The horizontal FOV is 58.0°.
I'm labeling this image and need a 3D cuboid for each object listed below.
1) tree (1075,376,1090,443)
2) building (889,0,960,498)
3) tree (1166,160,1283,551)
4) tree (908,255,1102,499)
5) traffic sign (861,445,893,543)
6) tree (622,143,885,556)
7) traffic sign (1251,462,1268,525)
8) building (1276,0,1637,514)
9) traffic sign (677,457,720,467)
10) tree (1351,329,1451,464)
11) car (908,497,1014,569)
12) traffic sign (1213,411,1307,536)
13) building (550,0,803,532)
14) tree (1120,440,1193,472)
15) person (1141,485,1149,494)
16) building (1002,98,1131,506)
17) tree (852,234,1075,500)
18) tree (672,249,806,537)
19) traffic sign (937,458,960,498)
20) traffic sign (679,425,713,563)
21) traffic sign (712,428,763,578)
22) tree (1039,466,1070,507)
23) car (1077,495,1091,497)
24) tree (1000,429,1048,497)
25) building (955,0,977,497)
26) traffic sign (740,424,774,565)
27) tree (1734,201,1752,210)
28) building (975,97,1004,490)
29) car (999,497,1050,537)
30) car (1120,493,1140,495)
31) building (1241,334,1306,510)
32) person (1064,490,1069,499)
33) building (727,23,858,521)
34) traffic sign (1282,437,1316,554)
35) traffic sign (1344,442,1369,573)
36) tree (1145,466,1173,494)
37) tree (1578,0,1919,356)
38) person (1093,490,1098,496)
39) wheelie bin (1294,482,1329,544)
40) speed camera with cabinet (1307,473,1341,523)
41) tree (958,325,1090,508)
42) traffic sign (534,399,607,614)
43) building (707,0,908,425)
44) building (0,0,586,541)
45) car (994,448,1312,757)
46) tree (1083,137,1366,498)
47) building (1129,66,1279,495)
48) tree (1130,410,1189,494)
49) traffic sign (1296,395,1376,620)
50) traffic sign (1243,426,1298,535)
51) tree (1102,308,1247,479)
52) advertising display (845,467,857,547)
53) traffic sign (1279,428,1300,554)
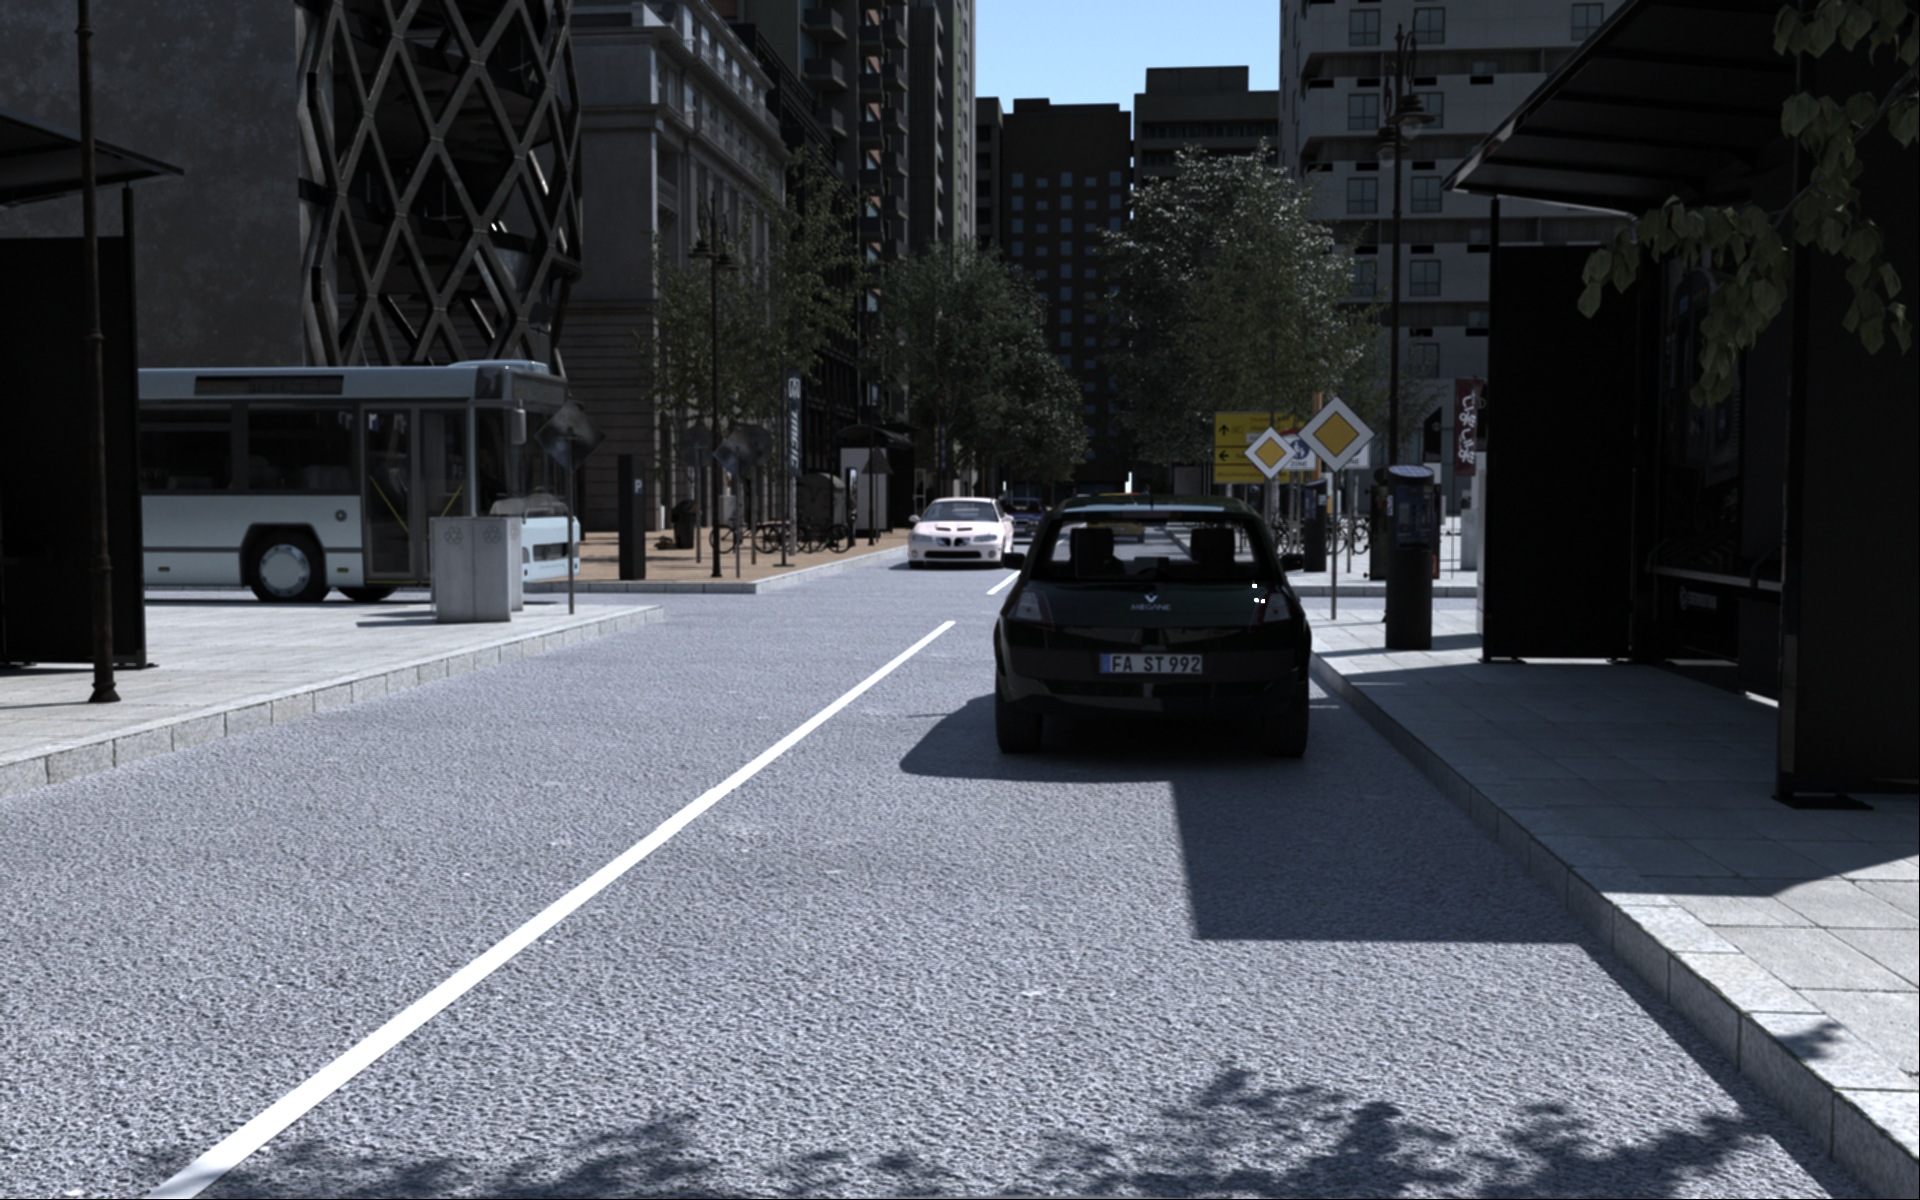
[{"bbox_3d":[5.340,-12.059,122.920,9.928,11.665,9.643,0,3,0],"label":"tree"},{"bbox_3d":[-7.672,-27.836,138.705,14.154,41.232,14.086,0,4,5],"label":"building"},{"bbox_3d":[7.350,-5.411,38.832,4.737,8.622,4.395,0,3,0],"label":"tree"},{"bbox_3d":[1.588,-10.174,83.358,9.611,12.733,9.660,0,3,0],"label":"tree"},{"bbox_3d":[-2.186,-2.791,45.638,0.884,2.594,0.081,1,4,15],"label":"traffic sign"},{"bbox_3d":[-3.719,-5.232,35.898,4.737,8.622,4.395,0,3,0],"label":"tree"},{"bbox_3d":[7.440,-2.569,42.115,0.768,2.556,0.104,1,4,14],"label":"traffic sign"},{"bbox_3d":[37.235,-32.629,122.718,28.713,52.752,27.495,0,4,5],"label":"building"},{"bbox_3d":[-5.082,-2.055,33.609,0.884,2.594,0.081,1,4,14],"label":"traffic sign"},{"bbox_3d":[19.464,-7.727,76.701,4.360,8.622,3.978,0,3,0],"label":"tree"},{"bbox_3d":[0.072,-1.377,34.879,2.083,1.381,4.827,0,4,5],"label":"car"},{"bbox_3d":[7.350,-2.978,42.561,2.265,3.308,0.079,1,4,13],"label":"traffic sign"},{"bbox_3d":[-15.086,-13.971,70.231,13.314,21.916,24.055,0,4,5],"label":"building"},{"bbox_3d":[17.386,-13.128,149.060,7.601,10.594,8.767,2,4,27],"label":"tree"},{"bbox_3d":[7.357,-3.673,68.897,0.444,1.785,0.601,-2,4,-31],"label":"person"},{"bbox_3d":[12.404,-33.575,199.062,14.200,45.320,14.600,0,4,5],"label":"building"},{"bbox_3d":[-0.805,-8.785,69.394,9.928,11.665,9.643,0,3,0],"label":"tree"},{"bbox_3d":[-6.555,-6.200,51.727,4.360,8.622,3.978,0,3,0],"label":"tree"},{"bbox_3d":[-0.412,-3.858,63.076,0.884,2.594,0.081,1,4,14],"label":"traffic sign"},{"bbox_3d":[-4.868,-1.961,32.174,0.768,2.556,0.104,1,4,11],"label":"traffic sign"},{"bbox_3d":[-3.383,-1.390,26.363,0.795,2.450,0.064,0,4,5],"label":"traffic sign"},{"bbox_3d":[9.570,-11.894,178.172,4.285,4.588,4.351,0,3,0],"label":"tree"},{"bbox_3d":[9.829,-7.706,138.355,2.083,1.381,4.827,0,4,3],"label":"car"},{"bbox_3d":[4.338,-9.957,113.156,4.360,8.622,3.978,0,3,0],"label":"tree"},{"bbox_3d":[-9.524,-44.076,158.888,20.611,71.187,20.563,0,4,5],"label":"building"},{"bbox_3d":[-3.755,-1.917,31.455,0.768,2.556,0.104,1,4,15],"label":"traffic sign"},{"bbox_3d":[22.227,-7.317,45.396,9.928,11.665,9.643,0,3,0],"label":"tree"},{"bbox_3d":[-5.201,-35.479,203.776,21.600,48.544,21.300,0,4,5],"label":"building"},{"bbox_3d":[1.750,-2.333,50.725,1.945,1.354,3.894,0,4,6],"label":"car"},{"bbox_3d":[8.243,-4.587,84.031,2.155,1.783,4.494,0,4,5],"label":"car"},{"bbox_3d":[39.118,-18.760,151.764,27.650,21.520,28.899,0,4,5],"label":"building"},{"bbox_3d":[7.290,-6.559,116.563,0.721,1.723,1.217,1,4,8],"label":"person"},{"bbox_3d":[-12.658,-15.937,90.251,12.332,23.373,15.834,0,4,5],"label":"building"},{"bbox_3d":[5.914,-1.720,30.258,0.606,2.300,0.079,1,4,12],"label":"traffic sign"},{"bbox_3d":[6.325,-1.589,28.110,0.606,2.300,0.079,0,4,6],"label":"traffic sign"},{"bbox_3d":[13.583,-7.446,116.337,1.663,3.219,1.824,0,3,0],"label":"tree"},{"bbox_3d":[3.154,-3.284,4.049,4.737,8.622,4.395,0,3,0],"label":"tree"},{"bbox_3d":[12.182,-8.906,154.638,1.217,1.766,0.721,2,4,24],"label":"person"},{"bbox_3d":[9.086,-2.258,44.826,0.980,1.594,0.693,2,4,35],"label":"wheelie bin"},{"bbox_3d":[15.971,-4.995,76.009,0.660,3.252,2.038,3,5,42],"label":"speed camera with cabinet"},{"bbox_3d":[2.559,-11.202,101.278,7.486,12.596,7.792,0,3,0],"label":"tree"},{"bbox_3d":[-4.141,-0.903,18.414,0.795,2.450,0.064,0,4,5],"label":"traffic sign"},{"bbox_3d":[-15.398,-28.272,116.868,22.147,44.769,28.867,0,4,5],"label":"building"},{"bbox_3d":[-18.459,-10.763,43.427,16.820,18.784,16.811,0,4,5],"label":"building"},{"bbox_3d":[1.208,-0.069,10.910,2.009,1.686,4.222,0,4,6],"label":"car"},{"bbox_3d":[9.352,-9.460,61.330,9.857,13.997,8.962,0,3,0],"label":"tree"},{"bbox_3d":[30.503,-35.260,200.196,21.600,48.544,21.300,0,4,5],"label":"building"},{"bbox_3d":[16.316,-13.021,138.642,9.928,11.665,9.643,0,3,0],"label":"tree"},{"bbox_3d":[3.815,-0.856,17.636,0.795,2.450,0.064,0,4,5],"label":"traffic sign"},{"bbox_3d":[4.574,-1.342,25.586,0.795,2.450,0.064,0,4,5],"label":"traffic sign"},{"bbox_3d":[12.601,-11.192,100.004,9.611,12.733,9.660,0,3,0],"label":"tree"},{"bbox_3d":[-2.638,-2.253,42.053,0.123,1.923,0.974,0,4,6],"label":"advertising display"},{"bbox_3d":[6.435,-2.049,33.611,0.768,2.556,0.104,0,4,7],"label":"traffic sign"}]
